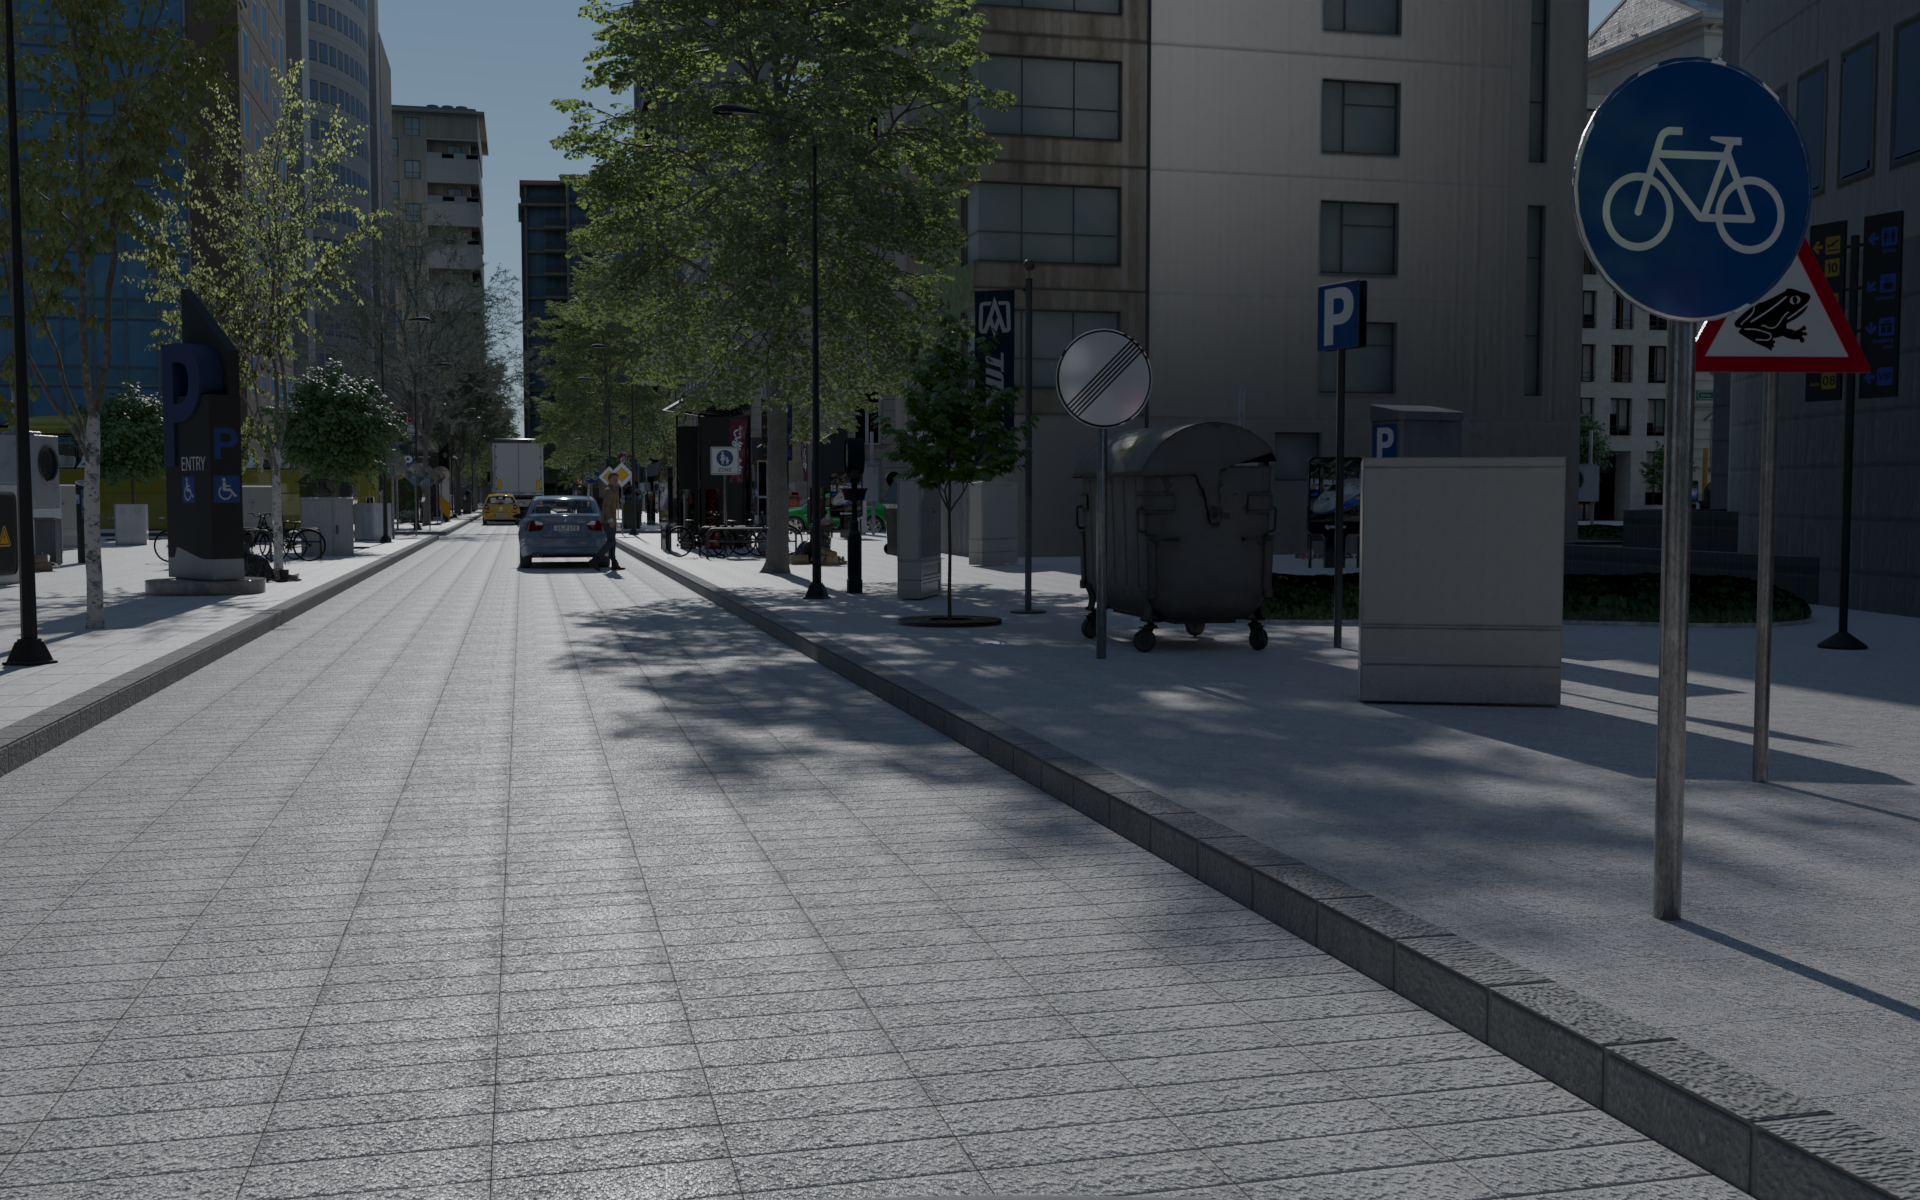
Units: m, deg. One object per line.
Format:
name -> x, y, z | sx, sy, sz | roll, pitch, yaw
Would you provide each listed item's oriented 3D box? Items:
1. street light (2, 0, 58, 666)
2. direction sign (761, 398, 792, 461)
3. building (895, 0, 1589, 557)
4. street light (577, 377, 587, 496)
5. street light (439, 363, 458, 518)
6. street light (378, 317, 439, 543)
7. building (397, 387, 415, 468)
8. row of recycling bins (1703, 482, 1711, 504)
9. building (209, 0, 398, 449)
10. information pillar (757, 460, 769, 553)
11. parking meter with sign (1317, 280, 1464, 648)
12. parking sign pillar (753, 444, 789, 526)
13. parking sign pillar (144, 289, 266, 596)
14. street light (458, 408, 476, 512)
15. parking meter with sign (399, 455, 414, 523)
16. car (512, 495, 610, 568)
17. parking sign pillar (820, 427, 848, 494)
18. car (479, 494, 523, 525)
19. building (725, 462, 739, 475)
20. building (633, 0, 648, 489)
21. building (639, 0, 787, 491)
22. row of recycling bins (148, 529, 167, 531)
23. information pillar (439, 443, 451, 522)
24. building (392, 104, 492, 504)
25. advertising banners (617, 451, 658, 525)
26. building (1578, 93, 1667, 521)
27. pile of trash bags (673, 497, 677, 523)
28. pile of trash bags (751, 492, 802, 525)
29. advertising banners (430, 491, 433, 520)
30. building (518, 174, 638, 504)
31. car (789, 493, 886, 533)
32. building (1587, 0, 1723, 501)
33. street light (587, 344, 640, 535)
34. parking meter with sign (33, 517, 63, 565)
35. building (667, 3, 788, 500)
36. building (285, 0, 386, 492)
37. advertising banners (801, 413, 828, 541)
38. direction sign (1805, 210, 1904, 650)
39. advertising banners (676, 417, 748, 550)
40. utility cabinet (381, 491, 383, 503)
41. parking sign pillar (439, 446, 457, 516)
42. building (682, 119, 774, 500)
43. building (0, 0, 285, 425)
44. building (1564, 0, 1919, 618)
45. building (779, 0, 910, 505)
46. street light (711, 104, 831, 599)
street light -> -6.491, -2.475, 13.015 | 1.470, 5.913, 1.316 | -1, 4, -14
direction sign -> -4.304, -2.982, 40.758 | 0.876, 3.537, 0.379 | 2, 4, 31
building -> 5.406, -21.927, 42.098 | 14.154, 41.232, 14.086 | -1, 4, -14
street light -> -14.518, -5.904, 69.072 | 1.470, 5.913, 1.316 | -1, 4, -14
street light -> -18.683, -5.428, 61.296 | 1.470, 5.913, 1.316 | -1, 4, -14
street light -> -14.555, -4.458, 45.437 | 1.470, 5.913, 1.316 | -1, 4, -14
building -> -74.446, -53.112, 181.054 | 31.000, 86.520, 22.319 | -1, 4, -14
row of recycling bins -> 22.509, -2.559, 48.946 | 1.069, 1.692, 3.534 | -1, 4, -23
building -> -61.346, -31.449, 164.297 | 14.600, 45.320, 14.200 | -1, 4, -14
information pillar -> -4.190, -2.026, 37.625 | 0.304, 2.012, 0.304 | 2, 4, 34
parking meter with sign -> 3.902, -1.130, 14.729 | 1.738, 3.016, 0.543 | -2, 4, -25
parking sign pillar -> -7.347, -4.836, 67.546 | 1.447, 3.967, 1.447 | -2, 4, -30
parking sign pillar -> -9.769, -2.071, 22.333 | 1.447, 3.967, 1.447 | 3, 5, 42
street light -> -26.859, -7.410, 93.690 | 1.470, 5.913, 1.316 | -1, 4, -14
parking meter with sign -> -24.989, -4.987, 77.800 | 0.543, 3.016, 1.738 | -2, 4, -31
car -> -8.004, -1.405, 34.974 | 2.014, 1.417, 4.499 | -1, 4, -14
parking sign pillar -> -4.850, -4.650, 64.502 | 1.447, 3.967, 1.447 | -2, 4, -24
car -> -21.624, -4.363, 81.559 | 2.015, 1.641, 3.980 | -1, 4, -15
building -> -24.452, -28.527, 238.121 | 14.107, 30.474, 14.160 | -1, 4, -14
building -> -24.959, -39.631, 189.962 | 21.231, 58.520, 28.212 | -1, 4, -14
building -> -19.069, -33.175, 166.111 | 21.300, 48.544, 21.600 | -1, 4, -14
row of recycling bins -> -28.074, -3.358, 62.010 | 1.069, 1.692, 3.534 | 1, 4, 12
information pillar -> -23.692, -5.397, 79.595 | 0.504, 3.616, 0.183 | 1, 4, 14
building -> -75.272, -39.368, 232.911 | 27.495, 52.752, 28.713 | -1, 4, -14
advertising banners -> -13.351, -4.614, 71.635 | 0.090, 3.025, 2.074 | 3, 5, 40
building -> 24.989, -14.081, 84.974 | 16.860, 20.320, 10.420 | -1, 4, -14
pile of trash bags -> -11.779, -4.089, 76.600 | 1.912, 1.369, 3.447 | -1, 4, -17
pile of trash bags -> -8.104, -3.709, 70.389 | 3.447, 1.369, 1.912 | -2, 4, -24
advertising banners -> -26.148, -5.302, 82.881 | 0.090, 3.025, 2.074 | 3, 4, 38
building -> -46.730, -35.554, 235.930 | 28.867, 44.769, 22.147 | -1, 4, -14
car -> -4.498, -3.120, 59.815 | 4.718, 1.807, 1.959 | -1, 4, -15
building -> 44.296, -18.557, 90.792 | 23.554, 28.519, 14.401 | -1, 4, -14
street light -> -10.732, -4.976, 53.899 | 1.470, 5.913, 1.316 | -1, 4, -14
parking meter with sign -> -17.124, -2.131, 31.103 | 1.738, 3.016, 0.543 | 0, 4, -8
building -> -17.876, -28.402, 147.964 | 14.154, 41.232, 14.086 | -1, 4, -14
building -> -59.501, -36.687, 141.836 | 21.231, 58.520, 28.212 | -1, 4, -14
advertising banners -> -3.084, -2.462, 36.440 | 0.090, 3.025, 2.074 | -1, 4, -19
direction sign -> 7.349, -1.365, 14.315 | 0.379, 3.537, 0.876 | -1, 4, -22
advertising banners -> -5.747, -2.688, 40.131 | 2.074, 3.025, 0.090 | 2, 4, 30
utility cabinet -> -34.666, -5.852, 104.359 | 0.318, 1.500, 1.173 | -2, 4, -26
parking sign pillar -> -28.787, -6.605, 96.457 | 1.447, 3.967, 1.447 | -3, 5, -40
building -> -8.754, -20.880, 117.808 | 17.030, 29.872, 44.131 | -1, 4, -14
building -> -35.810, -25.721, 70.652 | 14.600, 45.320, 14.200 | -1, 4, -14
building -> 20.574, -28.953, 15.379 | 21.231, 58.520, 28.212 | -1, 4, -14
building -> 4.653, -17.268, 79.602 | 25.104, 27.353, 12.463 | -1, 4, -14
street light -> -2.280, -2.959, 20.927 | 1.470, 5.913, 1.316 | -1, 4, -14
